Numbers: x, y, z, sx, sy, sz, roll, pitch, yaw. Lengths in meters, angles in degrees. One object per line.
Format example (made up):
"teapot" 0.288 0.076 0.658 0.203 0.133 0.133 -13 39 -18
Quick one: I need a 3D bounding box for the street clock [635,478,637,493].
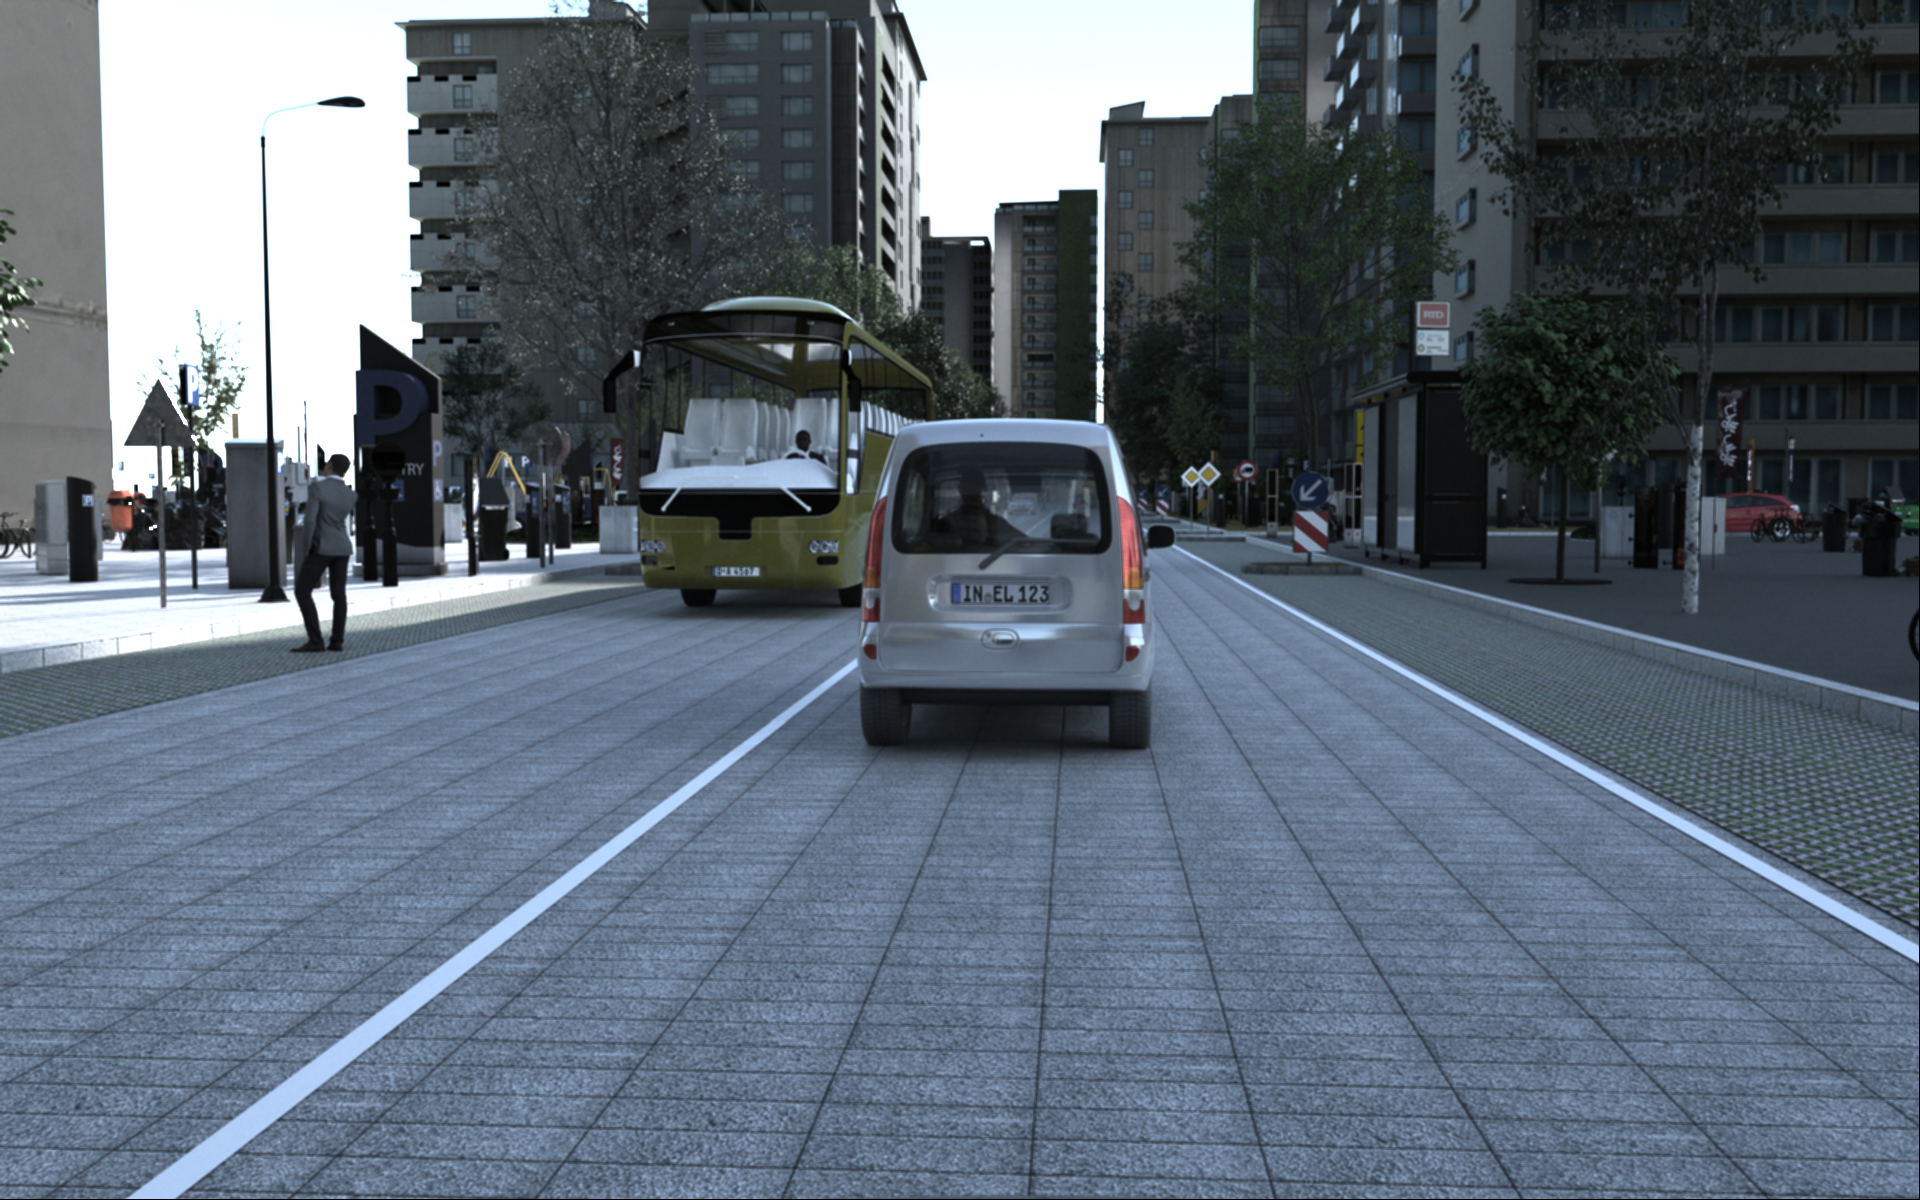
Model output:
"street clock" -13.301 -4.132 72.133 0.471 2.002 0.358 0 4 -1

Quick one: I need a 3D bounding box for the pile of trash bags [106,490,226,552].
"pile of trash bags" -18.366 -1.834 39.741 1.912 1.369 3.447 0 4 7

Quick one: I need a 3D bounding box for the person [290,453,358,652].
"person" -5.761 -0.429 15.697 0.592 1.802 0.473 -3 5 -44

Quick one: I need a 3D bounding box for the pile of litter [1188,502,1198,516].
"pile of litter" 13.422 -5.231 99.488 1.719 0.858 1.176 -2 4 -35

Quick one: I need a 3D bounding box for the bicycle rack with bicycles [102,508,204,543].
"bicycle rack with bicycles" -21.752 -1.925 44.863 2.852 0.926 2.925 0 4 4

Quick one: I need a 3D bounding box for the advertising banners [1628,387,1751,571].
"advertising banners" 12.306 -2.027 29.329 0.090 3.025 2.074 -3 4 -36

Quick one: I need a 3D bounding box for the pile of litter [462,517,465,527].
"pile of litter" -19.843 -3.237 66.883 1.176 0.858 1.719 3 5 40

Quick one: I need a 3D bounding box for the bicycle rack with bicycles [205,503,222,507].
"bicycle rack with bicycles" -30.842 -3.721 74.228 2.925 0.926 2.852 1 4 12

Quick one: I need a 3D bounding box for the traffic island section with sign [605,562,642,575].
"traffic island section with sign" -5.164 -1.380 31.187 1.989 1.847 2.006 0 4 4

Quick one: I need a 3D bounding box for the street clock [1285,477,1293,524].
"street clock" 14.101 -4.277 74.503 0.471 2.002 0.358 3 4 38

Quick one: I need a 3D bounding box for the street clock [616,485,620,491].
"street clock" -24.653 -7.318 124.223 0.358 2.002 0.471 2 4 29

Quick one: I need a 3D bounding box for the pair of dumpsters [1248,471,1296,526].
"pair of dumpsters" 12.850 -4.217 71.443 1.574 2.255 4.437 0 4 4

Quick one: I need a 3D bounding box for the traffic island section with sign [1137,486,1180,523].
"traffic island section with sign" 9.881 -4.720 85.802 1.989 1.847 2.006 0 4 4

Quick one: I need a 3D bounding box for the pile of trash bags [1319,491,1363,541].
"pile of trash bags" 11.012 -2.404 49.055 1.912 1.369 3.447 1 4 23

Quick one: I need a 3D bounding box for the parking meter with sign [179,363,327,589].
"parking meter with sign" -9.555 -1.666 23.499 1.738 3.016 0.543 0 4 -7

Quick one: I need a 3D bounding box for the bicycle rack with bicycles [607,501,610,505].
"bicycle rack with bicycles" -26.663 -7.395 134.284 2.925 0.926 2.852 3 4 36

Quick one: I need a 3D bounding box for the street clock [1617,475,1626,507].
"street clock" 25.194 -3.756 65.982 0.358 2.002 0.471 1 4 10

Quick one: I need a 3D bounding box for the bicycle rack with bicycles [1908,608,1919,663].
"bicycle rack with bicycles" 8.440 0.083 12.033 2.925 0.926 2.852 3 4 38

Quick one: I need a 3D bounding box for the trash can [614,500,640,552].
"trash can" -7.358 -1.652 38.661 0.748 1.137 0.748 0 3 0

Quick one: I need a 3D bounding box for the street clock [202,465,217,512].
"street clock" -18.913 -2.391 43.670 0.358 2.002 0.471 -3 4 -38

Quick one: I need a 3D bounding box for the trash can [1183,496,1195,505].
"trash can" 14.060 -5.776 106.084 0.748 1.137 0.748 0 3 0

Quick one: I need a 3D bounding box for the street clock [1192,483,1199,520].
"street clock" 11.531 -4.911 84.870 0.358 2.002 0.471 1 4 15

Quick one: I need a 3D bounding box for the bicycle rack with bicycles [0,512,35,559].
"bicycle rack with bicycles" -19.517 -1.269 34.137 2.852 0.926 2.925 2 4 25

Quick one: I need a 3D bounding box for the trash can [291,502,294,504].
"trash can" -30.286 -4.064 78.106 0.748 1.137 0.748 0 3 0

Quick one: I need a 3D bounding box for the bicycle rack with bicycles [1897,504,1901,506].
"bicycle rack with bicycles" 57.875 -5.544 104.019 2.925 0.926 2.852 -2 4 -31

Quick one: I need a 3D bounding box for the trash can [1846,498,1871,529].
"trash can" 30.897 -2.932 59.598 0.748 1.137 0.748 0 3 0

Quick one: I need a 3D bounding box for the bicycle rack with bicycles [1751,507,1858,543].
"bicycle rack with bicycles" 22.406 -2.005 46.162 2.925 0.926 2.852 -1 4 -12

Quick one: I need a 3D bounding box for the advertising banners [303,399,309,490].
"advertising banners" -12.388 -2.253 33.029 0.090 3.025 2.074 -1 4 -15

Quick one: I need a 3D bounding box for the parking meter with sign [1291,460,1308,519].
"parking meter with sign" 17.627 -5.720 89.779 0.543 3.016 1.738 -1 4 -13

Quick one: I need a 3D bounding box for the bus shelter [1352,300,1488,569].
"bus shelter" 8.944 -3.425 33.634 2.179 5.291 8.768 0 4 4

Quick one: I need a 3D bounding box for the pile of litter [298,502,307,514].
"pile of litter" -42.125 -5.925 110.841 1.719 0.858 1.176 2 4 25

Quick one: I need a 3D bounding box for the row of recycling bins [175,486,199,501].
"row of recycling bins" -38.009 -4.953 88.093 3.534 1.692 1.069 -1 4 -14

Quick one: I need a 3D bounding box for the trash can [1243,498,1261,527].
"trash can" 11.387 -3.414 67.465 0.748 1.137 0.748 0 3 0

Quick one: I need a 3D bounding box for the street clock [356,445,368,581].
"street clock" -8.738 -1.287 25.615 0.358 2.002 0.471 -2 4 -24

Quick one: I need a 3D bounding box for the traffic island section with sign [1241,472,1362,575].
"traffic island section with sign" 6.137 -1.391 31.371 1.989 1.847 2.006 0 4 4

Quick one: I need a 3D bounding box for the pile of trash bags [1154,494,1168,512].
"pile of trash bags" 15.557 -7.102 125.869 3.447 1.369 1.912 3 5 43

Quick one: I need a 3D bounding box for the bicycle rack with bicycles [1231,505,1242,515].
"bicycle rack with bicycles" 16.951 -5.833 108.748 2.925 0.926 2.852 0 4 -7

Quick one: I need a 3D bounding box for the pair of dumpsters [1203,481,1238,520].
"pair of dumpsters" 13.246 -5.202 87.545 1.574 2.255 4.437 0 4 4

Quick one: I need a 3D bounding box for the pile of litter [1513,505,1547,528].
"pile of litter" 22.008 -3.238 66.900 1.176 0.858 1.719 0 4 3

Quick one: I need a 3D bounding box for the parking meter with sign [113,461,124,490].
"parking meter with sign" -44.099 -5.697 89.400 0.543 3.016 1.738 3 4 37

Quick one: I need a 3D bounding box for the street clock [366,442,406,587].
"street clock" -7.928 -1.191 24.046 0.471 2.002 0.358 -2 4 -24

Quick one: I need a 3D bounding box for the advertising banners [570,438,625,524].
"advertising banners" -11.463 -3.576 54.649 2.074 3.025 0.090 1 4 18

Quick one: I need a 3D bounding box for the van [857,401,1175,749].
"van" 0.394 -0.255 11.177 2.013 2.044 4.112 0 4 5

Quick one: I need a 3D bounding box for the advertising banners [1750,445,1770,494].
"advertising banners" 28.419 -4.008 61.713 2.074 3.025 0.090 -3 5 -43

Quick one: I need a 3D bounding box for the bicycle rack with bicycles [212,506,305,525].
"bicycle rack with bicycles" -16.518 -1.830 43.300 2.852 0.926 2.925 1 4 10

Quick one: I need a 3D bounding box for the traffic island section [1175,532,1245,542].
"traffic island section" 7.632 -1.888 53.150 2.009 0.180 2.903 0 4 4

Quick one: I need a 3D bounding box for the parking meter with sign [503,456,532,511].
"parking meter with sign" -20.181 -5.101 79.663 0.543 3.016 1.738 2 4 26

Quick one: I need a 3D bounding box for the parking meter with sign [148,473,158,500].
"parking meter with sign" -65.307 -8.832 140.671 0.543 3.016 1.738 0 4 -5
